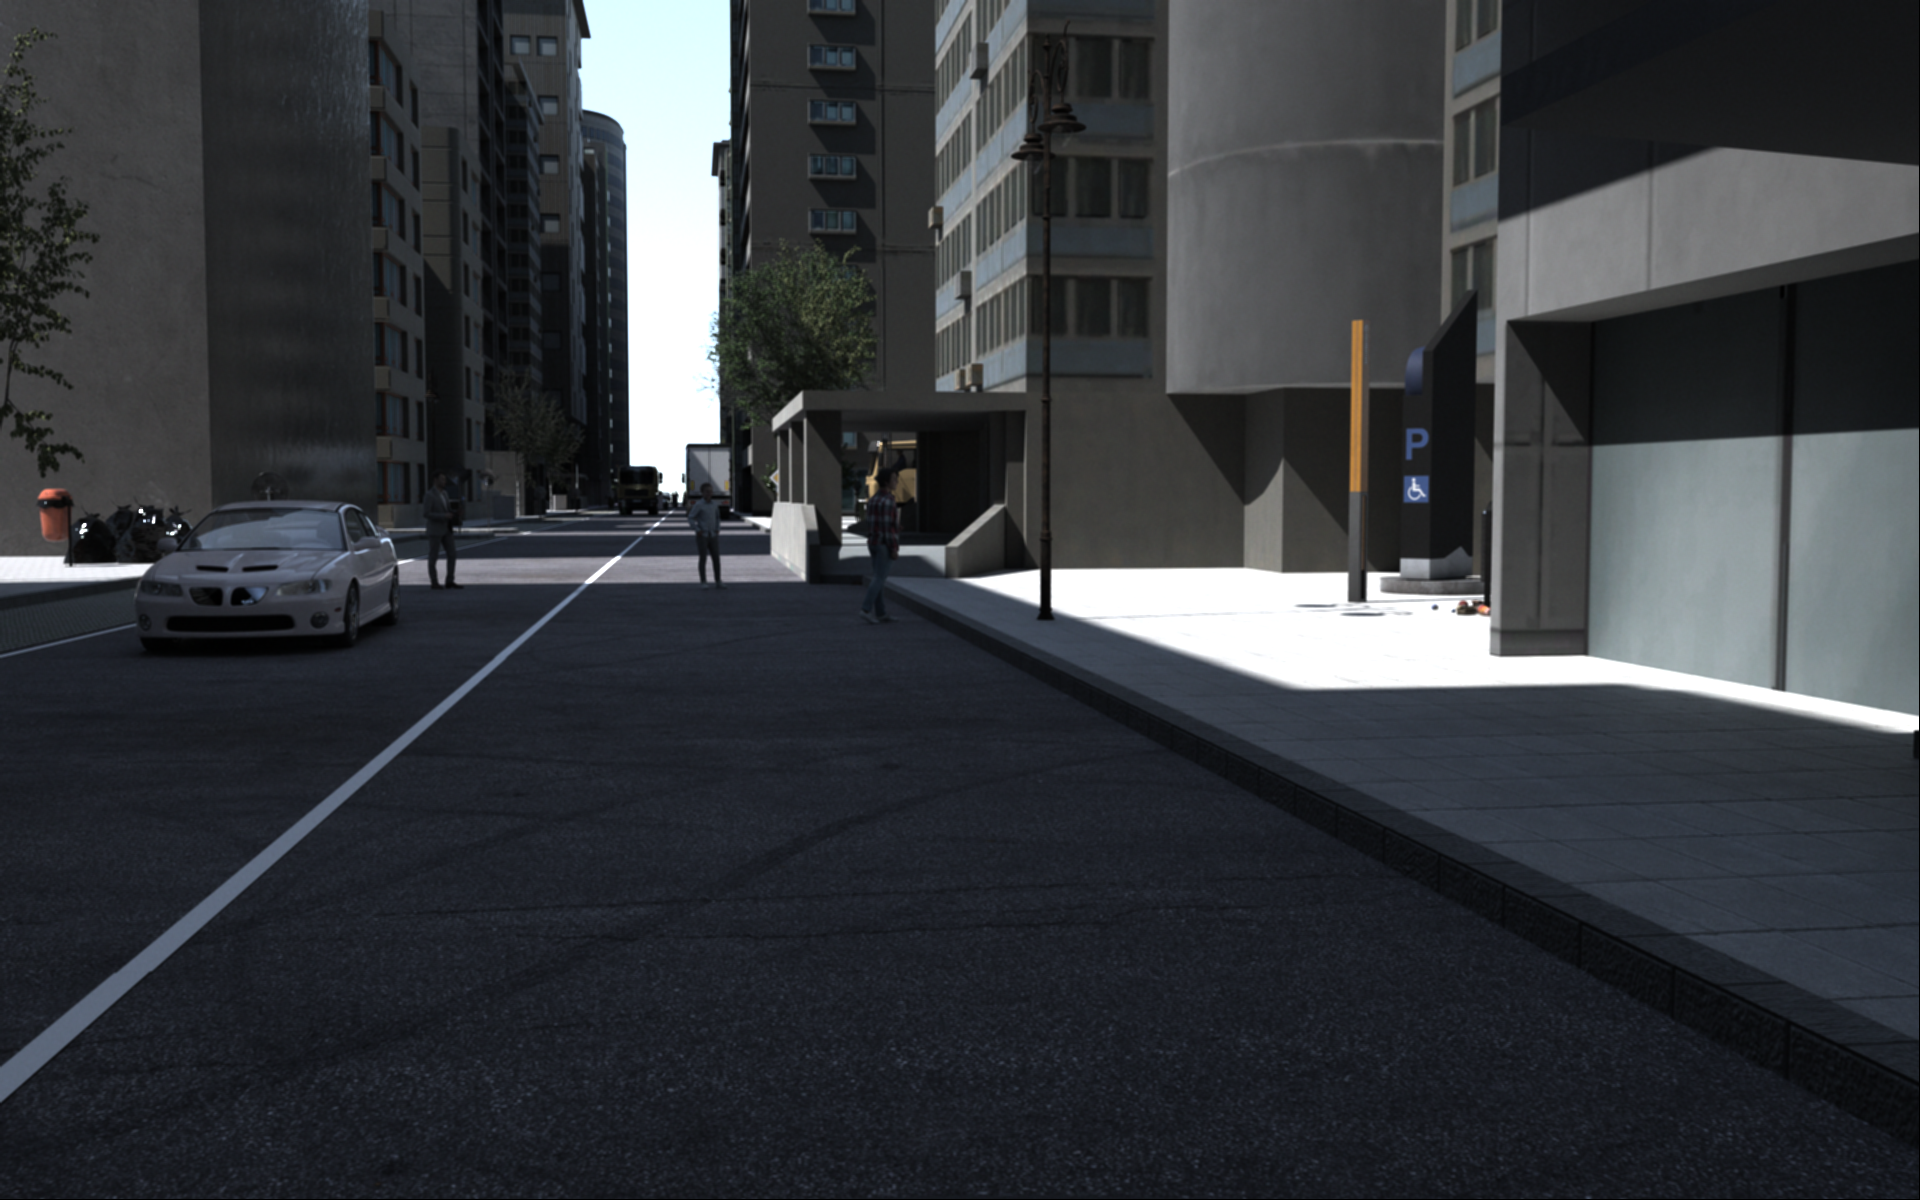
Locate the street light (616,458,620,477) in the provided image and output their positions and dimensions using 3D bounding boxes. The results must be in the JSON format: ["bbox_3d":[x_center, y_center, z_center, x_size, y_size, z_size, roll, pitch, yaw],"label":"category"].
[{"bbox_3d":[-43.764,-15.212,221.506,0.468,5.910,1.993,-1,4,-9],"label":"street light"}]

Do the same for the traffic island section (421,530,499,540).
[{"bbox_3d":[-16.038,-2.030,55.476,2.009,0.180,2.903,-1,4,-9],"label":"traffic island section"}]

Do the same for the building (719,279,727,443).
[{"bbox_3d":[-25.242,-28.227,233.211,14.160,30.474,14.107,-1,4,-9],"label":"building"}]

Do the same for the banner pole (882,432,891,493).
[{"bbox_3d":[-2.300,-3.963,54.815,0.401,3.779,0.863,1,4,22],"label":"banner pole"}]

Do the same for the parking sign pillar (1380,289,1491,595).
[{"bbox_3d":[6.230,-2.083,22.526,1.447,3.967,1.447,3,5,40],"label":"parking sign pillar"}]

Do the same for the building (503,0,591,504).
[{"bbox_3d":[-51.684,-35.655,172.198,28.713,52.752,27.495,-1,4,-9],"label":"building"}]

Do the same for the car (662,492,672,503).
[{"bbox_3d":[-49.577,-17.267,290.993,2.281,1.827,5.304,-1,4,-10],"label":"car"}]

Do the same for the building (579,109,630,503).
[{"bbox_3d":[-61.319,-44.027,261.839,21.231,58.520,28.212,-1,4,-9],"label":"building"}]

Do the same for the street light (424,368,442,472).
[{"bbox_3d":[-19.307,-5.554,63.595,0.468,5.910,1.993,-1,4,-9],"label":"street light"}]

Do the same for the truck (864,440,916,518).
[{"bbox_3d":[0.638,-4.074,62.527,9.791,3.379,3.469,0,4,-7],"label":"truck"}]

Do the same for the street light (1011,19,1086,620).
[{"bbox_3d":[0.875,-2.736,17.527,0.468,5.910,1.993,-1,4,-9],"label":"street light"}]

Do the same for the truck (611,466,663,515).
[{"bbox_3d":[-22.332,-7.610,120.352,3.469,3.379,9.791,-1,4,-9],"label":"truck"}]

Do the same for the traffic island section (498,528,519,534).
[{"bbox_3d":[-17.258,-2.513,63.367,2.009,0.180,2.903,-1,4,-9],"label":"traffic island section"}]

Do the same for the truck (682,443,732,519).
[{"bbox_3d":[-14.774,-6.866,101.174,2.839,4.237,11.283,-1,4,-10],"label":"truck"}]

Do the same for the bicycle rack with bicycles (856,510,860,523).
[{"bbox_3d":[-3.188,-3.591,72.103,2.925,0.926,2.852,-3,5,-44],"label":"bicycle rack with bicycles"}]

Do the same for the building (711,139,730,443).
[{"bbox_3d":[-21.693,-40.675,254.275,28.713,52.752,27.495,-1,4,-9],"label":"building"}]

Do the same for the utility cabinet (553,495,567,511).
[{"bbox_3d":[-30.798,-7.473,133.340,1.020,1.237,0.306,-3,5,-43],"label":"utility cabinet"}]

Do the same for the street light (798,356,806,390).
[{"bbox_3d":[-5.040,-5.130,56.663,0.468,5.910,1.993,-1,4,-9],"label":"street light"}]

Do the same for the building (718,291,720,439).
[{"bbox_3d":[-28.058,-40.554,282.671,23.786,49.044,30.456,-1,4,-9],"label":"building"}]

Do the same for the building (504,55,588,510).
[{"bbox_3d":[-48.497,-27.787,146.194,32.217,40.220,23.993,-1,4,-9],"label":"building"}]

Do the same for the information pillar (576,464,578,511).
[{"bbox_3d":[-29.544,-8.694,133.503,0.183,3.616,0.504,-1,4,-10],"label":"information pillar"}]

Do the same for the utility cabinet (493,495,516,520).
[{"bbox_3d":[-22.765,-4.608,86.503,1.020,1.237,0.306,-1,4,-16],"label":"utility cabinet"}]

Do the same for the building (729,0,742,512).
[{"bbox_3d":[-10.505,-27.473,132.786,14.154,41.232,14.086,-1,4,-9],"label":"building"}]

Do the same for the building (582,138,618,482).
[{"bbox_3d":[-58.568,-37.477,232.363,23.786,49.044,30.456,-1,4,-9],"label":"building"}]

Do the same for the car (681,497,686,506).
[{"bbox_3d":[-32.020,-11.959,205.309,2.009,1.686,4.222,-1,4,-8],"label":"car"}]

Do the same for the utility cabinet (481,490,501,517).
[{"bbox_3d":[-25.393,-5.198,93.660,0.318,1.500,1.173,3,4,38],"label":"utility cabinet"}]

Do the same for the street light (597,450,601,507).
[{"bbox_3d":[-37.096,-12.569,178.291,0.468,5.910,1.993,-1,4,-9],"label":"street light"}]

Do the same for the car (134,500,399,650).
[{"bbox_3d":[-6.850,-0.315,17.506,2.083,1.381,4.827,-1,4,-10],"label":"car"}]

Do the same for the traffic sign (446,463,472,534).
[{"bbox_3d":[-16.016,-3.167,55.417,0.795,2.450,0.064,-1,4,-9],"label":"traffic sign"}]

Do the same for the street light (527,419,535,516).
[{"bbox_3d":[-25.540,-7.985,103.347,0.468,5.910,1.993,-1,4,-9],"label":"street light"}]

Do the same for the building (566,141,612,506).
[{"bbox_3d":[-46.840,-31.257,194.639,14.154,41.232,14.086,-1,4,-9],"label":"building"}]

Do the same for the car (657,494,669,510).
[{"bbox_3d":[-27.321,-8.985,156.695,2.009,1.686,4.222,-1,4,-9],"label":"car"}]

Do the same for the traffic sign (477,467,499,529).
[{"bbox_3d":[-17.236,-3.649,63.309,0.795,2.450,0.064,-1,4,-9],"label":"traffic sign"}]

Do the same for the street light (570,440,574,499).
[{"bbox_3d":[-31.048,-10.155,138.819,0.468,5.910,1.993,-1,4,-9],"label":"street light"}]

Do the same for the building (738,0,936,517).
[{"bbox_3d":[-2.710,-29.600,107.663,21.300,48.544,21.600,-1,4,-9],"label":"building"}]

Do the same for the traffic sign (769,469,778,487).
[{"bbox_3d":[-6.763,-3.747,64.901,0.795,2.450,0.064,-1,4,-9],"label":"traffic sign"}]

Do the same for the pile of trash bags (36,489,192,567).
[{"bbox_3d":[-15.712,-1.363,32.045,1.912,1.369,3.447,1,4,11],"label":"pile of trash bags"}]

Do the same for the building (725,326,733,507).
[{"bbox_3d":[-11.367,-21.013,188.608,27.650,21.520,28.899,-1,4,-9],"label":"building"}]

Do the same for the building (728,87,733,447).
[{"bbox_3d":[-9.864,-30.846,158.959,22.147,44.769,28.867,-1,4,-9],"label":"building"}]
